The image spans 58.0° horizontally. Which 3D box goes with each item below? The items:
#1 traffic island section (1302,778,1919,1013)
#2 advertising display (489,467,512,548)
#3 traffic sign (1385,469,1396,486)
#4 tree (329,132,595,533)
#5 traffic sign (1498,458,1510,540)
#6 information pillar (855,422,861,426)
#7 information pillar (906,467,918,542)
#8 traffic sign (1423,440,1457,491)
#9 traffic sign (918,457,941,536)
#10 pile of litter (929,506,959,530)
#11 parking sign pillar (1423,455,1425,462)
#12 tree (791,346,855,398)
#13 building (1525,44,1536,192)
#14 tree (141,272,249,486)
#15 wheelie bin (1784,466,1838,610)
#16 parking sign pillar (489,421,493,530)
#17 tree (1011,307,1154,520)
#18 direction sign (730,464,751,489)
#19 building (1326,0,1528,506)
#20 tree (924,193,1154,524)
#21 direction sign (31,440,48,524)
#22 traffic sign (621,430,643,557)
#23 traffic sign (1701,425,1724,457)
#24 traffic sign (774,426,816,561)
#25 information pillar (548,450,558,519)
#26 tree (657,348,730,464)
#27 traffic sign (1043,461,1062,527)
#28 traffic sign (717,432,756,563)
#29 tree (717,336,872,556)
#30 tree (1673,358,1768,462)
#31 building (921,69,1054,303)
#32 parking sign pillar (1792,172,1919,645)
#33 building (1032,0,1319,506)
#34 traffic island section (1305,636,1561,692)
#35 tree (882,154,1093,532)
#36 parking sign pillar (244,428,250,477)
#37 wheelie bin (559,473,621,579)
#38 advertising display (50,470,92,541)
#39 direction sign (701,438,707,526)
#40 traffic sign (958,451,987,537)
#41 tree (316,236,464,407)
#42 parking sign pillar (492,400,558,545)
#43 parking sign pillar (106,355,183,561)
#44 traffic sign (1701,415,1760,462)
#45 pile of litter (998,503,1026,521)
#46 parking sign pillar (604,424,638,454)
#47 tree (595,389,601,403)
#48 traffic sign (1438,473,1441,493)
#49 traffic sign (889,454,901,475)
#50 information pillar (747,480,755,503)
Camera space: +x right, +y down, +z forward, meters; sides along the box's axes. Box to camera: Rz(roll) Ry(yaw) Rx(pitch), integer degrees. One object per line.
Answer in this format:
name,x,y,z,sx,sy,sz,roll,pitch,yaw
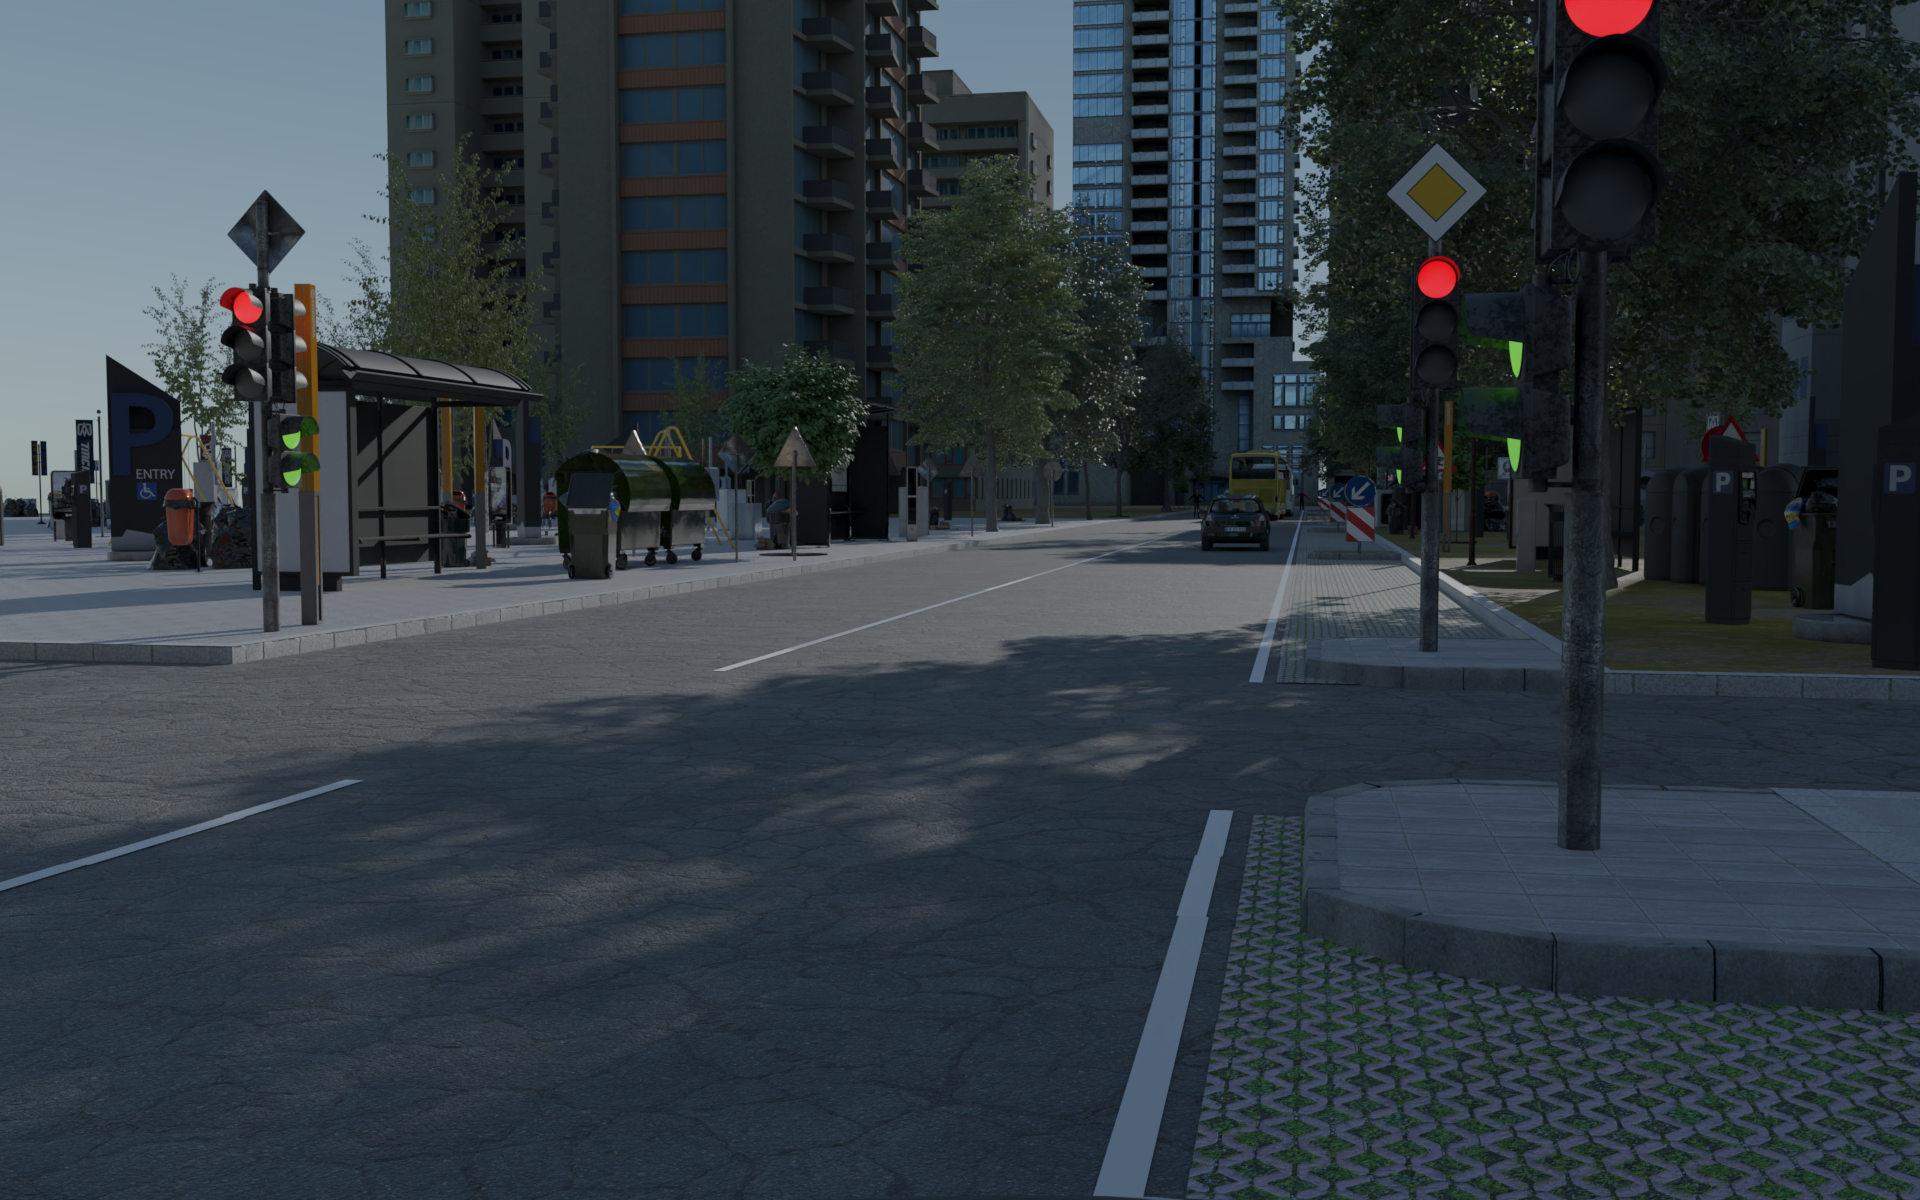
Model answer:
traffic island section,2.270,0.978,6.293,2.009,0.180,2.903,1,4,11
advertising display,-10.936,-2.203,41.226,0.123,1.923,0.974,-3,4,-38
traffic sign,21.430,-5.297,86.710,0.768,2.556,0.104,1,4,18
tree,-10.721,-5.242,36.067,4.737,8.622,4.395,0,3,0
traffic sign,15.407,-2.845,48.646,0.606,2.300,0.079,1,4,13
information pillar,-3.009,-3.547,49.353,0.504,3.616,0.183,-1,4,-14
information pillar,-1.295,-2.583,46.719,0.304,2.012,0.304,0,4,-3
traffic sign,11.419,-2.535,41.456,0.884,2.594,0.081,1,4,19
traffic sign,-0.969,-3.192,53.377,0.795,2.450,0.064,1,4,13
pile of litter,-0.841,-2.963,62.405,1.719,0.858,1.176,0,4,-3
parking sign pillar,22.967,-5.925,85.339,1.447,3.967,1.447,1,4,15
tree,-7.254,-8.240,85.091,4.737,8.622,4.395,0,3,0
building,76.103,-36.733,189.828,27.495,52.752,28.713,1,4,11
tree,-25.284,-6.595,58.193,4.737,8.622,4.395,0,3,0
wheelie bin,9.785,-0.702,19.380,0.980,1.594,0.693,0,4,3
parking sign pillar,-16.313,-4.469,61.545,1.447,3.967,1.447,0,4,1
tree,6.052,-9.183,84.553,7.601,10.594,8.767,2,4,31
direction sign,-8.586,-4.630,67.693,0.876,3.537,0.379,-2,4,-33
building,51.034,-45.965,189.786,20.611,71.187,20.563,1,4,11
tree,3.437,-10.216,73.681,9.857,13.997,8.962,0,3,0
direction sign,-39.077,-4.989,73.569,0.379,3.537,0.876,1,4,12
traffic sign,-6.653,-2.156,35.253,0.884,2.594,0.081,1,4,21
traffic sign,14.099,-1.954,32.056,0.768,2.556,0.104,1,4,21
traffic sign,-3.171,-2.027,33.144,0.884,2.594,0.081,1,4,20
information pillar,-20.668,-5.910,87.983,0.504,3.616,0.183,0,4,2
tree,-13.605,-8.421,88.048,4.737,8.622,4.395,0,3,0
traffic sign,3.588,-4.102,67.166,0.768,2.556,0.104,1,4,20
traffic sign,-4.180,-1.908,32.377,0.795,2.450,0.064,1,4,18
tree,-3.431,-3.216,36.294,4.285,4.588,4.351,0,3,0
tree,36.074,-8.054,82.052,4.737,8.622,4.395,0,3,0
building,-1.019,-35.368,201.963,21.600,48.544,21.300,1,4,11
parking sign pillar,8.161,-1.635,15.204,1.447,3.967,1.447,1,4,9
building,25.070,-53.976,195.171,31.000,86.520,22.319,1,4,11
traffic island section,3.842,0.499,14.123,2.009,0.180,2.903,1,4,11
tree,0.843,-8.573,58.292,7.486,12.596,7.792,0,3,0
parking sign pillar,-28.567,-5.037,70.828,1.447,3.967,1.447,0,4,8
wheelie bin,-5.588,-1.123,26.262,0.980,1.594,0.693,0,4,4
advertising display,-24.252,-2.572,47.265,0.974,1.923,0.123,-3,4,-38
direction sign,-10.490,-4.813,70.686,0.379,3.537,0.876,0,4,-2
traffic sign,0.369,-3.191,52.180,0.884,2.594,0.081,1,4,17
tree,-16.067,-6.011,48.637,4.360,8.622,3.978,0,3,0
parking sign pillar,-10.971,-3.396,44.003,1.447,3.967,1.447,-1,4,-23
parking sign pillar,-15.821,-2.763,33.649,1.447,3.967,1.447,-2,4,-25
traffic sign,12.720,-1.752,28.644,0.884,2.594,0.081,1,4,20
pile of litter,2.428,-4.152,81.856,1.176,0.858,1.719,-1,4,-22
parking sign pillar,-12.967,-4.769,66.440,1.447,3.967,1.447,0,4,-2
tree,-18.623,-7.804,77.957,4.737,8.622,4.395,0,3,0
traffic sign,13.719,-2.912,49.741,0.606,2.300,0.079,1,4,19
traffic sign,-2.097,-2.990,48.886,0.884,2.594,0.081,1,4,14
information pillar,-10.912,-5.254,90.397,0.304,2.012,0.304,3,4,36
